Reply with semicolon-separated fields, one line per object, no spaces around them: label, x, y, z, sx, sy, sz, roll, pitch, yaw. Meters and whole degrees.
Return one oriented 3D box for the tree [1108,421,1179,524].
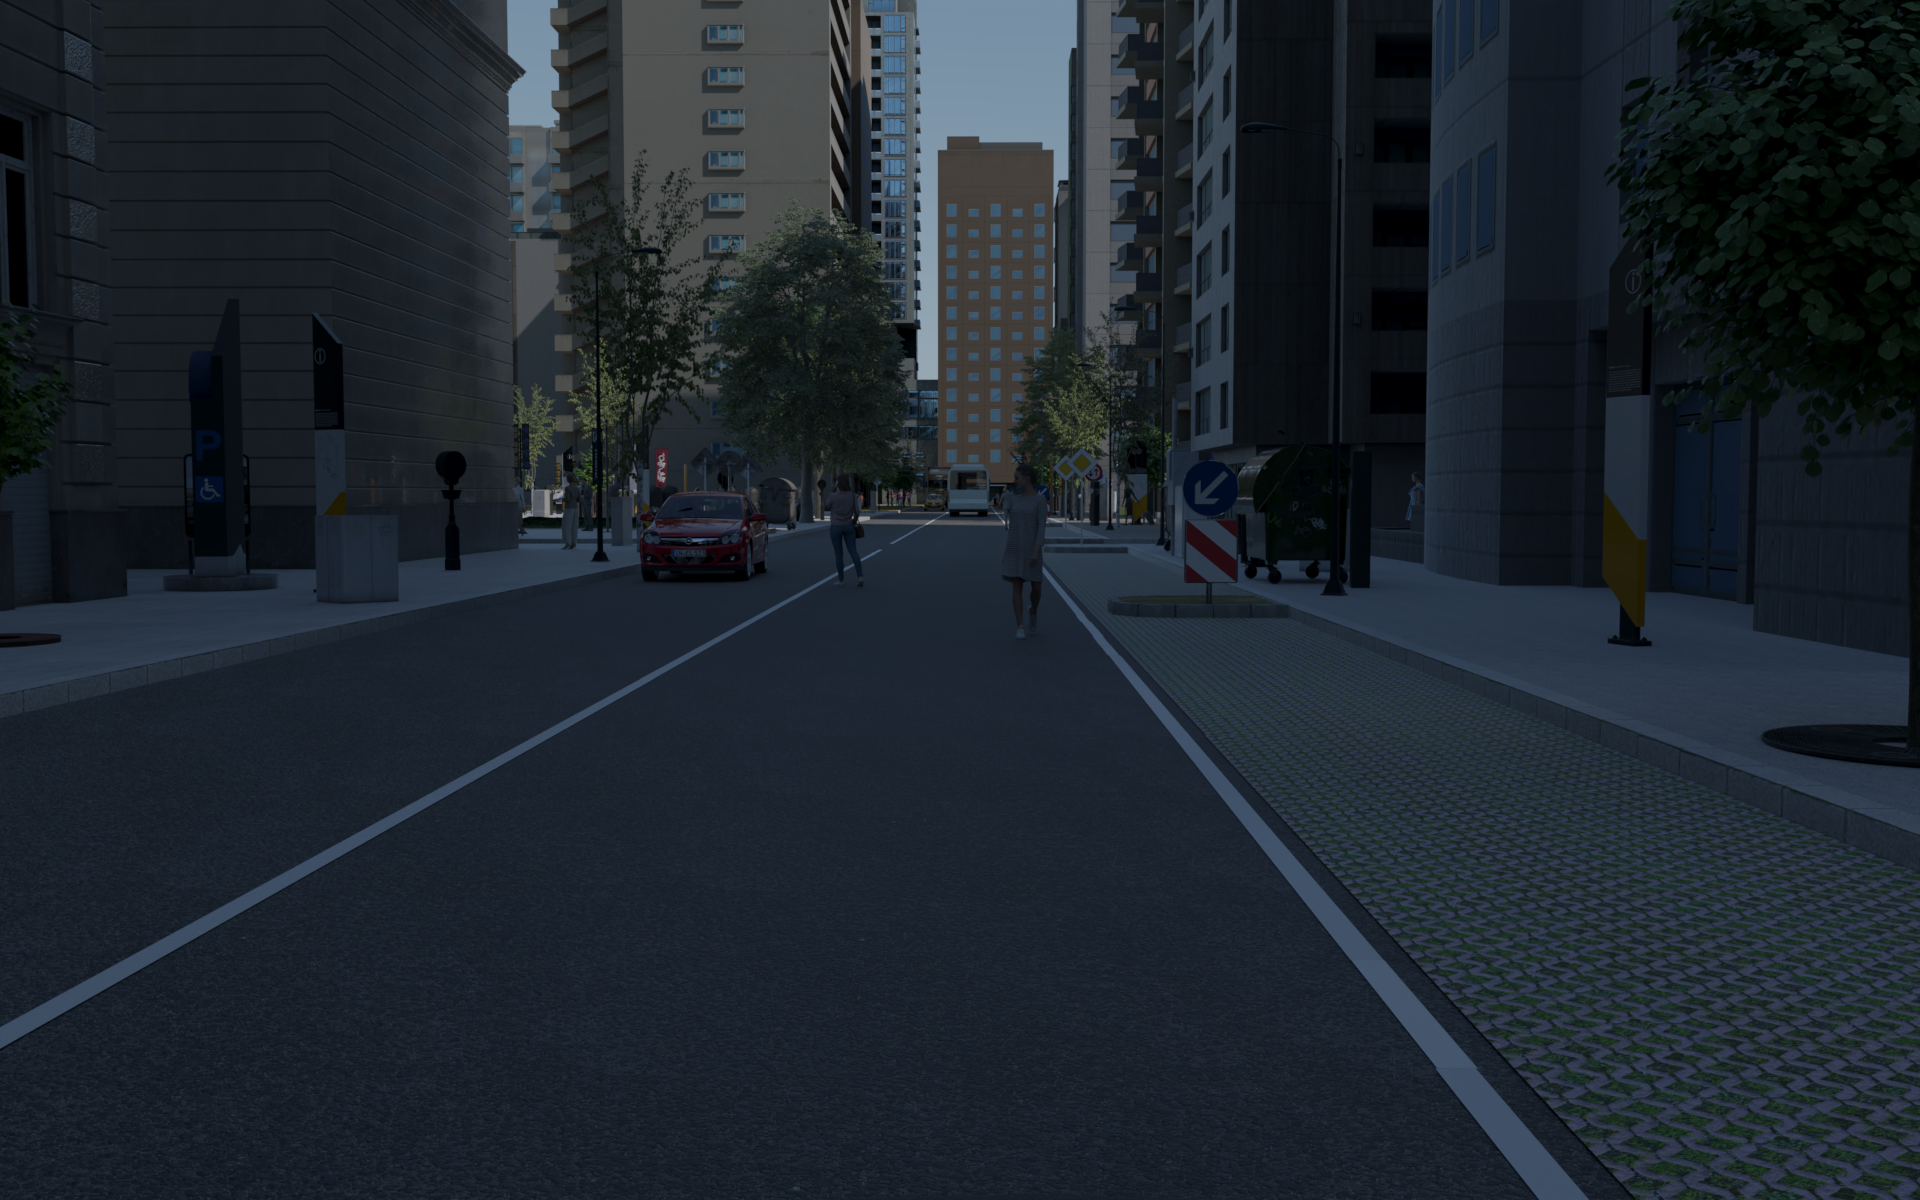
tree;8.120;-5.617;75.556;4.285;4.588;4.351;0;3;0

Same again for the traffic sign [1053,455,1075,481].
traffic sign;3.138;-2.983;50.968;0.795;2.593;0.064;0;4;1

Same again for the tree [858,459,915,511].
tree;-6.077;-9.055;131.759;4.285;4.588;4.351;0;3;0

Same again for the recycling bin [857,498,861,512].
recycling bin;-7.526;-6.786;123.502;0.722;1.027;0.722;-3;5;-41

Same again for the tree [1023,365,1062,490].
tree;6.061;-8.853;95.111;4.360;8.622;3.978;0;3;0

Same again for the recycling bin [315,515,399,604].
recycling bin;-7.195;-0.496;20.665;0.722;1.027;0.722;3;5;44

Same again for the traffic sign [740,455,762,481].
traffic sign;-6.255;-2.991;51.100;0.795;2.593;0.064;0;4;1

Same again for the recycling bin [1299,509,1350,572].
recycling bin;6.098;-0.996;28.843;0.722;1.027;0.722;2;4;29

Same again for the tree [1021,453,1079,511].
tree;7.185;-8.868;128.710;4.285;4.588;4.351;0;3;0

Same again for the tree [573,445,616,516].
tree;-14.261;-4.468;67.649;1.663;3.219;1.824;0;3;0

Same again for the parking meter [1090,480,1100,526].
parking meter;5.450;-3.926;69.894;0.255;1.863;0.399;-2;4;-26

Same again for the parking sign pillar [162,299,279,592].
parking sign pillar;-10.003;-2.132;23.338;1.447;3.967;1.447;-1;4;-13

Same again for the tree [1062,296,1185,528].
tree;6.235;-7.043;65.516;4.360;8.622;3.978;0;3;0

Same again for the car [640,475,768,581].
car;-4.384;-1.283;30.021;2.155;1.783;4.494;0;4;0

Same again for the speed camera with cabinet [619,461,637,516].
speed camera with cabinet;-12.846;-4.516;68.171;0.660;3.252;2.038;0;4;7

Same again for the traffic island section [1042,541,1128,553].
traffic island section;3.066;-1.271;43.066;2.009;0.180;2.903;0;4;1

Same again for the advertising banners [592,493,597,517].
advertising banners;-17.807;-5.394;84.383;0.090;3.025;2.074;-2;4;-35

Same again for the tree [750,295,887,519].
tree;-7.373;-10.033;89.789;9.928;11.665;9.643;0;3;0

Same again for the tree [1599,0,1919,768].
tree;4.870;-1.525;8.652;4.285;4.588;4.351;0;3;0

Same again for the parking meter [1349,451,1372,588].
parking meter;5.486;-1.102;23.722;0.255;1.863;0.399;1;4;8

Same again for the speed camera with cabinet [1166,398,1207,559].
speed camera with cabinet;4.642;-2.494;35.110;0.660;3.252;2.038;0;4;-2

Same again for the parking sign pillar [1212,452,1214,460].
parking sign pillar;11.885;-5.447;77.533;1.447;3.967;1.447;1;4;23

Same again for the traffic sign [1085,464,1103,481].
traffic sign;5.516;-4.373;71.598;0.768;2.556;0.104;0;4;6

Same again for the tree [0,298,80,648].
tree;-8.407;-1.229;14.690;1.663;3.219;1.824;0;3;0

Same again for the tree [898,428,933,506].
tree;-5.276;-14.611;189.259;4.360;8.622;3.978;0;3;0

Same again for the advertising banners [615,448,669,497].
advertising banners;-12.168;-4.289;66.321;2.074;3.025;0.090;0;4;0

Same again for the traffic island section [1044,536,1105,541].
traffic island section;3.161;-1.760;51.050;2.009;0.180;2.903;0;4;1

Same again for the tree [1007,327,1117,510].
tree;7.122;-12.246;118.351;7.486;12.596;7.792;0;3;0

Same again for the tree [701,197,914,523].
tree;-6.723;-10.378;76.342;9.857;13.997;8.962;0;3;0

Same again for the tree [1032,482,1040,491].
tree;6.690;-9.833;155.362;1.663;3.219;1.824;0;3;0

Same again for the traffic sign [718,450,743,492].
traffic sign;-6.716;-3.085;50.549;0.768;2.556;0.104;0;4;5

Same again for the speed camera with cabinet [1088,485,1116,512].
speed camera with cabinet;10.300;-7.974;124.706;2.038;3.252;0.660;2;4;26

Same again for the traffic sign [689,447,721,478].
traffic sign;-6.351;-2.503;43.116;0.795;2.593;0.064;0;4;1

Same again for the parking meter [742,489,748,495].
parking meter;-11.576;-5.195;93.353;0.372;1.533;0.369;0;3;0

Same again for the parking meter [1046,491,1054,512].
parking meter;6.652;-7.207;126.248;0.372;1.533;0.369;0;3;0

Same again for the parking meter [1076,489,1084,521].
parking meter;5.788;-4.583;83.349;0.372;1.533;0.369;0;3;0

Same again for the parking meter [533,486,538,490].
parking meter;-29.613;-7.039;120.796;0.399;1.863;0.255;1;4;21

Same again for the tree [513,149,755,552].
tree;-6.891;-5.367;38.118;4.737;8.622;4.395;0;3;0

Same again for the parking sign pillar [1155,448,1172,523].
parking sign pillar;9.581;-5.495;78.311;1.447;3.967;1.447;0;4;7

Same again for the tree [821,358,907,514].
tree;-7.477;-11.904;112.764;7.486;12.596;7.792;0;3;0

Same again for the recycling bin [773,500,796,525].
recycling bin;-7.291;-3.631;71.915;0.722;1.027;0.722;3;4;37

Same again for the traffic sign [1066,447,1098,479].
traffic sign;3.042;-2.495;42.983;0.795;2.593;0.064;0;4;1

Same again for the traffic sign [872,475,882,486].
traffic sign;-5.805;-7.424;121.112;0.795;2.593;0.064;1;4;10

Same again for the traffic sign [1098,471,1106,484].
traffic sign;5.902;-4.369;73.570;0.606;2.300;0.079;0;4;7

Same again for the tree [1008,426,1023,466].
tree;7.106;-14.401;185.812;4.360;8.622;3.978;0;3;0

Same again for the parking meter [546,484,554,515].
parking meter;-24.788;-6.054;104.699;0.399;1.863;0.255;-1;4;-23

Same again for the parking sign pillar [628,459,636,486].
parking sign pillar;-22.554;-8.115;121.158;1.447;3.967;1.447;0;4;2

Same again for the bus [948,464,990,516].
bus;0.581;-7.277;113.844;2.948;3.499;13.247;0;4;0

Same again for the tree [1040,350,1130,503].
tree;6.421;-8.417;87.979;4.737;8.622;4.395;0;3;0

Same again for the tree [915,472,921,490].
tree;-5.502;-11.456;171.019;4.285;4.588;4.351;0;3;0
